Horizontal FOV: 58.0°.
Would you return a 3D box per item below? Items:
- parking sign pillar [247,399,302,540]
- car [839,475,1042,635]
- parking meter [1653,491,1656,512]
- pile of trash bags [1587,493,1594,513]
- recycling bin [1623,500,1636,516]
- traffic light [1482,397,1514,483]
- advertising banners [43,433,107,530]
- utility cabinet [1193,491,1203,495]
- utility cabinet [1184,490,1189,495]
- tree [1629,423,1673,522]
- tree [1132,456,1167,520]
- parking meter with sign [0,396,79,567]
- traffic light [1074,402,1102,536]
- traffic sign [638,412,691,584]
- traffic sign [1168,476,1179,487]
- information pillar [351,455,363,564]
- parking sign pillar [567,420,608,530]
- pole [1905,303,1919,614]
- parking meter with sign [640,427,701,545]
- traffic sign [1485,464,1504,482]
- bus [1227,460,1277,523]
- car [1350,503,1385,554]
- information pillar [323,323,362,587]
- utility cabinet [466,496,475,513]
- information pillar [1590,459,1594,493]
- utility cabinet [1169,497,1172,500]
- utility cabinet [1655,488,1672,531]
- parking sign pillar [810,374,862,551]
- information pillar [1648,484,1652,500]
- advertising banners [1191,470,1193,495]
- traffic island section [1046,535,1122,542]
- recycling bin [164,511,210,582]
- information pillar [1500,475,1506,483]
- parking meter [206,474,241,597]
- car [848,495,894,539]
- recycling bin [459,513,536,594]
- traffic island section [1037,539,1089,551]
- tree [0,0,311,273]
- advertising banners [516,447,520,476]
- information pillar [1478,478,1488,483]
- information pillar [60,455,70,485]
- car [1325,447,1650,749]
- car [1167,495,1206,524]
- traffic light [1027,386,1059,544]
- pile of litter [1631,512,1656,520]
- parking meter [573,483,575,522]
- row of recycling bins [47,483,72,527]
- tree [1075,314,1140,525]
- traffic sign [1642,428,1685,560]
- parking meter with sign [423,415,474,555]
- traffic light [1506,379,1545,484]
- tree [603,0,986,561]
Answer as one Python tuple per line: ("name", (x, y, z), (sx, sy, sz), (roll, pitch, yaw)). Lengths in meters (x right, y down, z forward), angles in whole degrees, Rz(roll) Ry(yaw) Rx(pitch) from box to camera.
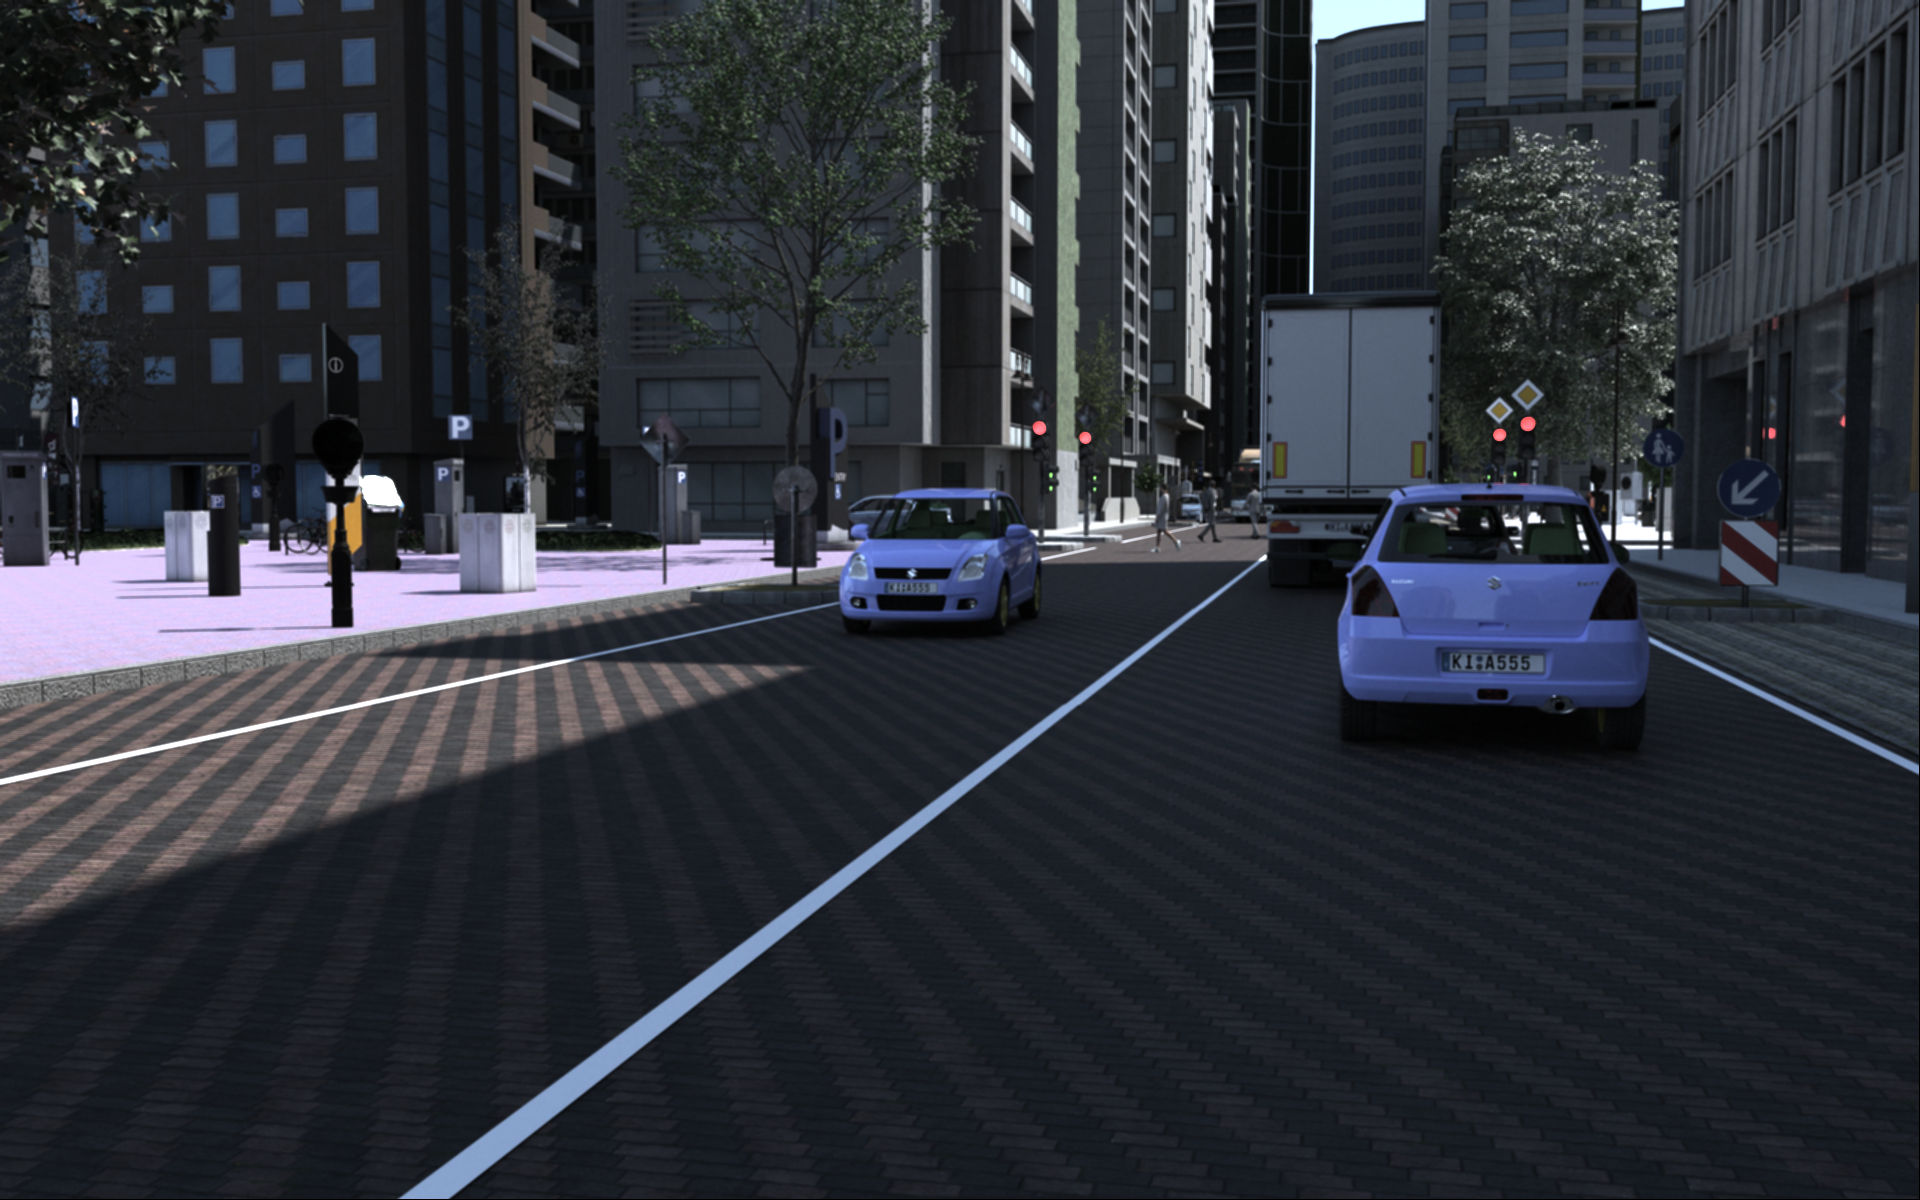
("parking sign pillar", (-19.342, -3.688, 48.776), (1.447, 3.967, 1.447), (1, 4, 22))
("car", (-0.148, -0.568, 18.872), (1.945, 1.707, 3.694), (1, 4, 11))
("parking meter", (42.731, -5.985, 106.270), (0.372, 1.533, 0.369), (0, 3, 0))
("pile of trash bags", (37.753, -6.017, 108.131), (3.447, 1.369, 1.912), (0, 4, -2))
("recycling bin", (39.493, -5.478, 102.116), (0.722, 1.027, 0.722), (1, 4, 17))
("traffic light", (15.546, -3.741, 50.093), (0.839, 4.253, 0.868), (1, 4, 13))
("advertising banners", (-25.822, -3.324, 50.539), (0.090, 3.025, 2.074), (1, 4, 23))
("utility cabinet", (16.780, -6.813, 120.070), (1.173, 1.500, 0.318), (1, 4, 23))
("utility cabinet", (13.667, -5.850, 104.330), (0.318, 1.500, 1.173), (0, 4, 6))
("tree", (32.684, -5.889, 79.994), (4.285, 4.588, 4.351), (0, 3, 0))
("tree", (9.419, -5.666, 87.239), (1.663, 3.219, 1.824), (0, 3, 0))
("parking meter with sign", (-16.686, -2.116, 30.864), (1.738, 3.016, 0.543), (-1, 4, -16))
("traffic light", (3.868, -3.899, 52.676), (0.839, 4.253, 0.868), (1, 4, 13))
("traffic sign", (-4.191, -1.428, 24.536), (0.795, 2.450, 0.064), (1, 4, 15))
("traffic sign", (11.847, -5.753, 96.187), (0.606, 2.300, 0.079), (1, 4, 14))
("information pillar", (-11.092, -1.662, 31.674), (0.304, 2.012, 0.304), (0, 4, -6))
("parking sign pillar", (-13.447, -4.519, 62.364), (1.447, 3.967, 1.447), (0, 4, 8))
("pole", (10.302, -1.512, 18.560), (0.158, 3.312, 0.155), (0, 3, 0))
("parking meter with sign", (-7.379, -2.945, 44.409), (1.738, 3.016, 0.543), (3, 4, 36))
("traffic sign", (22.221, -4.403, 72.090), (0.768, 2.556, 0.104), (1, 4, 19))
("bus", (15.757, -5.799, 89.680), (2.948, 3.499, 13.247), (1, 4, 13))
("car", (5.694, -0.671, 20.755), (2.009, 1.686, 4.222), (1, 4, 13))
("information pillar", (-8.579, -1.999, 24.041), (0.183, 3.616, 0.504), (3, 5, 43))
("utility cabinet", (-32.034, -6.232, 113.051), (1.020, 1.237, 0.306), (3, 4, 36))
("information pillar", (41.691, -7.516, 114.237), (0.183, 3.616, 0.504), (3, 4, 37))
("utility cabinet", (13.286, -6.013, 109.481), (0.306, 1.237, 1.020), (-1, 4, -15))
("utility cabinet", (24.190, -3.065, 58.786), (1.173, 1.500, 0.318), (-1, 4, -19))
("parking sign pillar", (-2.968, -3.114, 39.389), (1.447, 3.967, 1.447), (1, 4, 17))
("information pillar", (41.177, -6.850, 103.344), (0.183, 3.616, 0.504), (2, 4, 32))
("advertising banners", (14.601, -6.905, 109.091), (0.090, 3.025, 2.074), (0, 4, 8))
("traffic island section", (3.831, -1.868, 52.819), (2.009, 0.180, 2.903), (1, 4, 13))
("recycling bin", (-11.232, -0.797, 25.593), (0.722, 1.027, 0.722), (3, 4, 36))
("information pillar", (21.161, -3.871, 67.782), (0.304, 2.012, 0.304), (2, 4, 32))
("parking meter", (-9.282, -0.820, 21.816), (0.372, 1.533, 0.369), (0, 3, 0))
("car", (-2.435, -2.335, 50.174), (4.499, 1.417, 2.014), (1, 4, 11))
("recycling bin", (-6.059, -0.621, 22.703), (0.722, 1.027, 0.722), (2, 4, 26))
("traffic island section", (2.090, -1.391, 45.025), (2.009, 0.180, 2.903), (1, 4, 13))
("tree", (-8.275, -5.602, 8.600), (9.611, 12.733, 9.660), (0, 3, 0))
("advertising banners", (-16.634, -4.184, 64.602), (0.090, 3.025, 2.074), (-2, 4, -25))
("information pillar", (23.220, -4.432, 76.953), (0.304, 2.012, 0.304), (-1, 4, -9))
("information pillar", (-36.776, -4.878, 71.111), (0.504, 3.616, 0.183), (1, 4, 11))
("car", (3.330, -0.096, 11.160), (1.945, 1.707, 3.694), (1, 4, 13))
("car", (11.065, -4.448, 84.725), (2.014, 1.417, 4.499), (1, 4, 13))
("traffic light", (2.127, -3.423, 44.882), (0.839, 4.253, 0.868), (1, 4, 13))
("pile of litter", (33.648, -4.337, 84.870), (1.719, 0.858, 1.176), (-1, 4, -10))
("parking meter", (-17.628, -4.535, 79.851), (0.255, 1.863, 0.399), (1, 4, 12))
("row of recycling bins", (-36.025, -3.738, 68.234), (3.534, 1.692, 1.069), (2, 4, 26))
("tree", (5.360, -7.422, 71.719), (4.737, 8.622, 4.395), (0, 3, 0))
("traffic sign", (13.638, -2.052, 33.649), (0.768, 2.556, 0.104), (1, 4, 14))
("parking meter with sign", (-11.050, -2.514, 37.369), (0.543, 3.016, 1.738), (0, 4, 5))
("traffic light", (13.805, -3.265, 42.299), (0.839, 4.253, 0.868), (1, 4, 13))
("tree", (-3.117, -6.566, 33.109), (9.928, 11.665, 9.643), (0, 3, 0))
